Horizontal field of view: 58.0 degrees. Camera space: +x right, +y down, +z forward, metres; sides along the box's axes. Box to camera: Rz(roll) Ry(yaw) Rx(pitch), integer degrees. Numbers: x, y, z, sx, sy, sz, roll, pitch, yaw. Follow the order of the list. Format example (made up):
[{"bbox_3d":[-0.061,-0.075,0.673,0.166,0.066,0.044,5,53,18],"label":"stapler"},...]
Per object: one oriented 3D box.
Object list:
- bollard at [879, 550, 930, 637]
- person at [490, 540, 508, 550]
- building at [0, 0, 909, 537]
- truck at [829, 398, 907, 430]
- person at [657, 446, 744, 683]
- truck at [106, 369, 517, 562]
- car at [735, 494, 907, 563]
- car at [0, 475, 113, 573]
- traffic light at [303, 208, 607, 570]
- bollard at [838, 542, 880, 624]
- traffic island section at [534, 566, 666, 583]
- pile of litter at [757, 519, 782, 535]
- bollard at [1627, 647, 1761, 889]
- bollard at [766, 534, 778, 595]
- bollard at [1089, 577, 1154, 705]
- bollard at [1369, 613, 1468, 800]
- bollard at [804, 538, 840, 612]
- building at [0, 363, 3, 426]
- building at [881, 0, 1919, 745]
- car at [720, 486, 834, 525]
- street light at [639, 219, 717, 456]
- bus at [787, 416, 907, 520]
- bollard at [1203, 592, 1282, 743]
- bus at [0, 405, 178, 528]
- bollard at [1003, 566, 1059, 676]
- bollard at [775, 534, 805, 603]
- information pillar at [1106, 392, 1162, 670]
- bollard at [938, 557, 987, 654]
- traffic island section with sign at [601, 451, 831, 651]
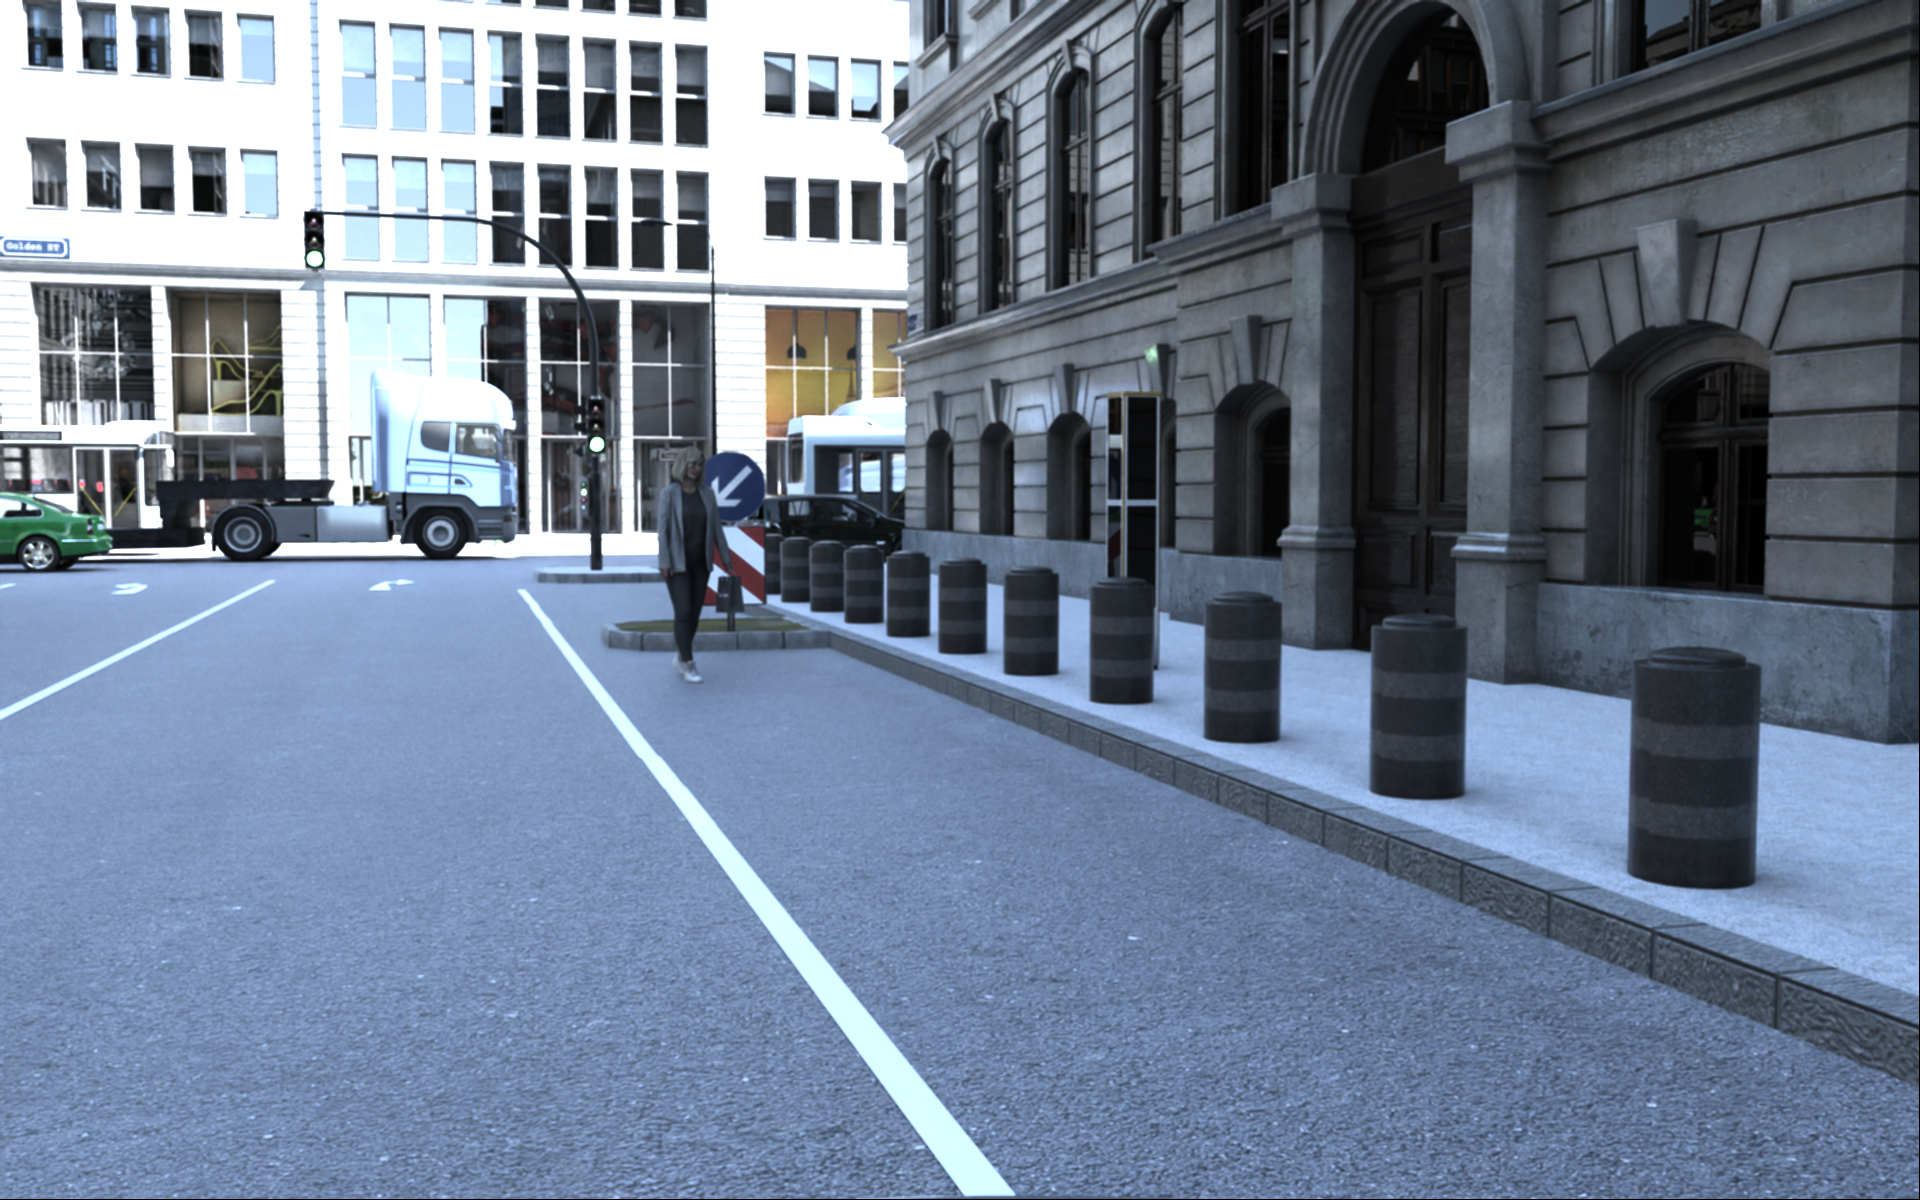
[{"bbox_3d":[-0.467,-0.058,15.667,0.404,0.777,0.398,0,3,0],"label":"bollard"},{"bbox_3d":[-11.898,-1.953,44.680,0.306,1.304,0.590,3,5,40],"label":"person"},{"bbox_3d":[-14.648,-17.145,57.820,29.804,29.767,11.434,-1,4,-16],"label":"building"},{"bbox_3d":[4.816,-3.597,48.564,18.799,4.110,2.967,-1,4,-17],"label":"truck"},{"bbox_3d":[-2.038,-0.291,13.448,0.709,1.800,0.728,-2,4,-31],"label":"person"},{"bbox_3d":[-18.360,-2.868,36.653,18.799,4.110,2.967,-1,4,-15],"label":"truck"},{"bbox_3d":[-2.349,-1.428,33.136,4.222,1.686,2.009,-1,4,-16],"label":"car"},{"bbox_3d":[-18.321,-1.420,32.015,4.718,1.807,1.959,-1,4,-15],"label":"car"},{"bbox_3d":[-8.146,-3.286,28.389,4.771,5.953,1.251,-1,4,-16],"label":"traffic light"},{"bbox_3d":[-0.957,-0.159,17.315,0.404,0.777,0.398,0,3,0],"label":"bollard"},{"bbox_3d":[-6.124,-0.426,29.244,2.009,0.180,2.903,-1,4,-16],"label":"traffic island section"},{"bbox_3d":[-3.139,-1.001,30.326,1.176,0.858,1.719,-1,4,-21],"label":"pile of litter"},{"bbox_3d":[2.454,0.546,5.793,0.404,0.777,0.398,0,3,0],"label":"bollard"},{"bbox_3d":[-2.423,-0.462,22.277,0.404,0.777,0.398,0,3,0],"label":"bollard"},{"bbox_3d":[1.001,0.244,10.729,0.404,0.777,0.398,0,3,0],"label":"bollard"},{"bbox_3d":[1.968,0.445,7.438,0.404,0.777,0.398,0,3,0],"label":"bollard"},{"bbox_3d":[-1.442,-0.260,18.968,0.404,0.777,0.398,0,3,0],"label":"bollard"},{"bbox_3d":[-36.941,-13.619,52.346,15.834,23.373,12.332,-1,4,-16],"label":"building"},{"bbox_3d":[8.750,-11.926,14.077,14.460,24.649,34.723,-1,4,-16],"label":"building"},{"bbox_3d":[-4.214,-1.679,37.240,4.222,1.686,2.009,-1,4,-17],"label":"car"},{"bbox_3d":[-4.736,-3.485,29.529,1.470,5.913,1.316,-1,4,-16],"label":"street light"},{"bbox_3d":[2.402,-2.983,43.624,13.247,3.499,2.948,-1,4,-15],"label":"bus"},{"bbox_3d":[1.481,0.345,9.082,0.404,0.777,0.398,0,3,0],"label":"bollard"},{"bbox_3d":[-24.044,-2.716,39.268,13.247,3.499,2.948,-1,4,-16],"label":"bus"},{"bbox_3d":[0.509,0.143,12.379,0.404,0.777,0.398,0,3,0],"label":"bollard"},{"bbox_3d":[-1.932,-0.361,20.623,0.404,0.777,0.398,0,3,0],"label":"bollard"},{"bbox_3d":[1.261,-0.499,12.647,0.304,2.012,0.304,-1,4,-20],"label":"information pillar"},{"bbox_3d":[0.022,0.042,14.023,0.404,0.777,0.398,0,3,0],"label":"bollard"},{"bbox_3d":[-2.434,-0.497,16.756,1.989,1.847,2.006,-1,4,-16],"label":"traffic island section with sign"}]
